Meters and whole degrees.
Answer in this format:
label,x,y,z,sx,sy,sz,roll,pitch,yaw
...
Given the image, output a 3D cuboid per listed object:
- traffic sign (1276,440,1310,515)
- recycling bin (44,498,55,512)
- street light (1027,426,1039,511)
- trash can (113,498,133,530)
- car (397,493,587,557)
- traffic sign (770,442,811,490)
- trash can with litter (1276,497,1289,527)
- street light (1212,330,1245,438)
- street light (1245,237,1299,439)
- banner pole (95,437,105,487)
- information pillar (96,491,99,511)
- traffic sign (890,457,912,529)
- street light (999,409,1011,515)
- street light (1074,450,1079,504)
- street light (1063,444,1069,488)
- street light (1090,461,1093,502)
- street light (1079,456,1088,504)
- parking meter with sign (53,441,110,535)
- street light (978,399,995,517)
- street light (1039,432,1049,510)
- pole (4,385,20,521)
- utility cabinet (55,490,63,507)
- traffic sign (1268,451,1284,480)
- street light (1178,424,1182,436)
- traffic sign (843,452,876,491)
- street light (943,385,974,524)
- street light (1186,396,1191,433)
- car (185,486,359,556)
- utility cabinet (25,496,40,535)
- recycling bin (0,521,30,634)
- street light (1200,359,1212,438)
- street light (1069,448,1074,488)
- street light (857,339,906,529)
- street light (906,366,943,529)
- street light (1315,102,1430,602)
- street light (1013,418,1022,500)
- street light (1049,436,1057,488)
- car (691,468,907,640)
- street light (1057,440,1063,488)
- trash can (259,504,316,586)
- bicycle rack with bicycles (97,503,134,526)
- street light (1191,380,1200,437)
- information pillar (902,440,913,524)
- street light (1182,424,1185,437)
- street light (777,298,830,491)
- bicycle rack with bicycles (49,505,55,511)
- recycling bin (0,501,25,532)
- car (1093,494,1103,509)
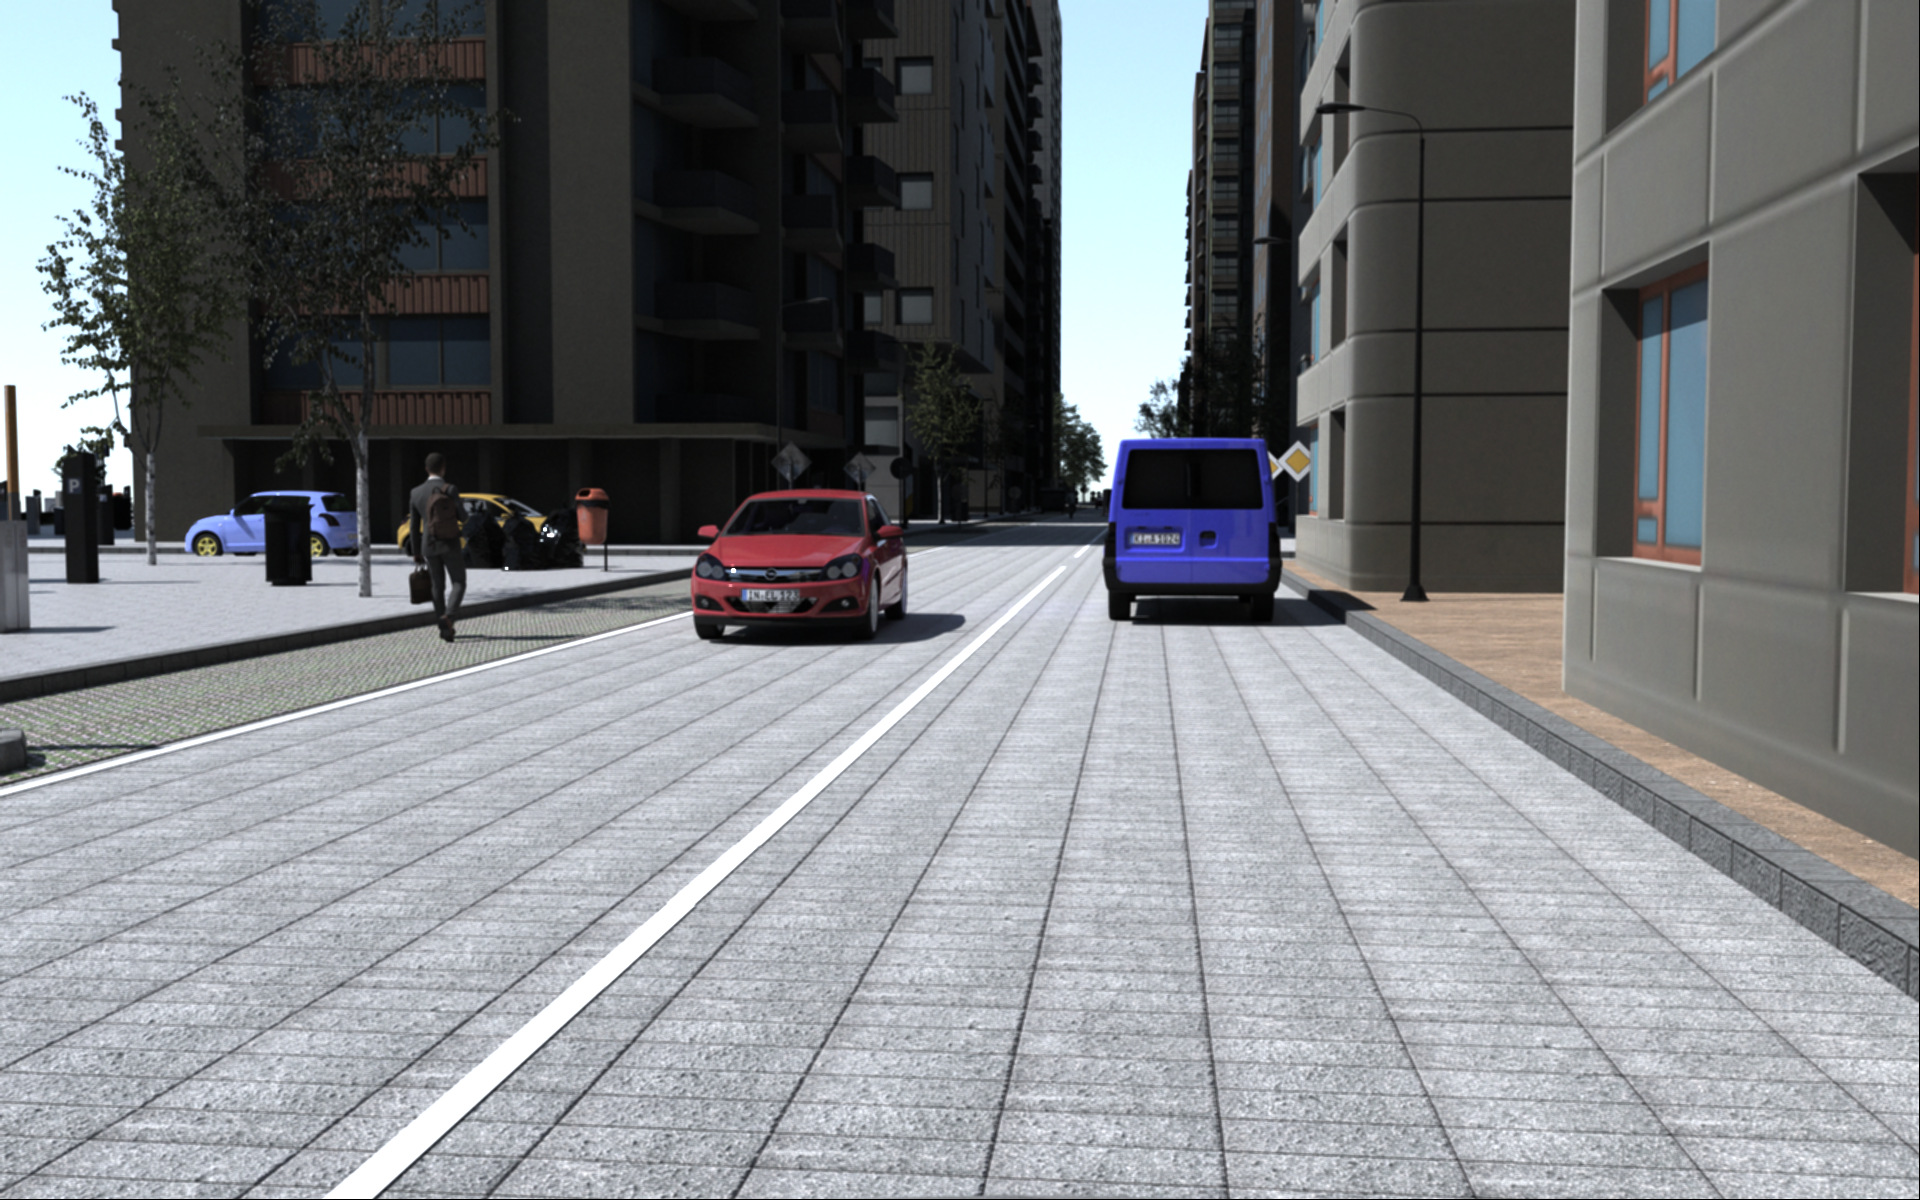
label,x,y,z,sx,sy,sz,roll,pitch,yaw
traffic sign,6.253,-1.740,32.094,0.795,2.450,0.064,0,4,6
recycling bin,-61.186,-6.358,116.510,0.722,1.027,0.722,-2,4,-26
street light,4.433,-8.883,117.776,1.470,5.913,1.316,0,4,6
trash can,-30.001,-3.079,61.999,0.748,1.137,0.748,0,3,0
car,-10.109,-1.674,37.593,3.980,1.641,2.015,0,4,6
traffic sign,-3.234,-1.804,33.136,0.795,2.450,0.064,0,4,6
trash can with litter,12.395,-3.437,67.584,1.055,1.170,0.624,0,4,2
street light,7.948,-4.679,49.037,1.470,5.913,1.316,0,4,6
street light,5.985,-3.600,31.394,1.470,5.913,1.316,0,4,6
banner pole,-37.934,-5.289,76.488,0.863,3.779,0.401,2,4,33
information pillar,-44.160,-5.135,88.443,0.304,2.012,0.304,1,4,11
traffic sign,-2.055,-3.657,59.905,0.768,2.556,0.104,1,4,12
street light,1.974,-7.491,95.012,1.470,5.913,1.316,0,4,6
street light,11.593,-12.908,183.593,1.470,5.913,1.316,0,4,6
street light,9.186,-11.580,161.868,1.470,5.913,1.316,0,4,6
street light,16.832,-15.956,233.421,1.470,5.913,1.316,0,4,6
street light,14.604,-14.595,211.172,1.470,5.913,1.316,0,4,6
parking meter with sign,-28.052,-3.610,55.283,0.543,3.016,1.738,2,4,25
street light,0.901,-6.836,84.314,1.470,5.913,1.316,0,4,6
street light,5.654,-9.549,128.672,1.470,5.913,1.316,0,4,6
pole,-17.744,-2.361,32.442,0.158,3.312,0.155,0,3,0
utility cabinet,-54.569,-5.914,105.375,0.318,1.500,1.173,0,4,1
traffic sign,7.110,-2.226,40.034,0.795,2.450,0.064,0,4,6
street light,14.920,-8.668,114.259,1.470,5.913,1.316,0,4,6
traffic sign,-2.377,-2.289,41.075,0.795,2.450,0.064,0,4,6
street light,-0.226,-6.182,73.621,1.470,5.913,1.316,0,4,6
street light,11.530,-6.694,81.993,1.470,5.913,1.316,0,4,6
car,-14.909,-1.717,37.666,3.694,1.707,1.945,0,4,7
utility cabinet,-29.582,-2.698,55.280,0.306,1.237,1.020,-1,4,-22
recycling bin,-9.164,-0.218,16.113,0.722,1.027,0.722,-1,4,-10
street light,9.118,-5.332,59.725,1.470,5.913,1.316,0,4,6
street light,10.402,-12.255,172.907,1.470,5.913,1.316,0,4,6
street light,-2.519,-4.873,52.216,1.470,5.913,1.316,0,4,6
street light,-1.500,-5.529,62.944,1.470,5.913,1.316,0,4,6
street light,4.914,-2.942,20.651,1.470,5.913,1.316,0,4,6
street light,3.068,-8.145,105.708,1.470,5.913,1.316,0,4,6
street light,6.801,-10.203,139.362,1.470,5.913,1.316,0,4,6
car,-1.619,-0.575,18.440,2.155,1.783,4.494,0,4,4
street light,7.897,-10.857,150.058,1.470,5.913,1.316,0,4,6
trash can,-9.432,-0.775,24.319,0.748,1.137,0.748,0,3,0
bicycle rack with bicycles,-34.182,-3.485,70.367,2.925,0.926,2.852,-1,4,-17
street light,10.268,-5.988,70.448,1.470,5.913,1.316,0,4,6
information pillar,-2.220,-5.002,73.131,0.504,3.616,0.183,3,4,38
street light,12.758,-7.348,92.675,1.470,5.913,1.316,0,4,6
street light,-3.773,-4.202,41.248,1.470,5.913,1.316,0,4,6
bicycle rack with bicycles,-55.135,-5.812,108.401,2.925,0.926,2.852,-1,4,-16
recycling bin,-34.565,-3.072,62.777,0.722,1.027,0.722,0,4,0
car,14.019,-9.716,167.892,2.155,1.783,4.494,0,4,5
